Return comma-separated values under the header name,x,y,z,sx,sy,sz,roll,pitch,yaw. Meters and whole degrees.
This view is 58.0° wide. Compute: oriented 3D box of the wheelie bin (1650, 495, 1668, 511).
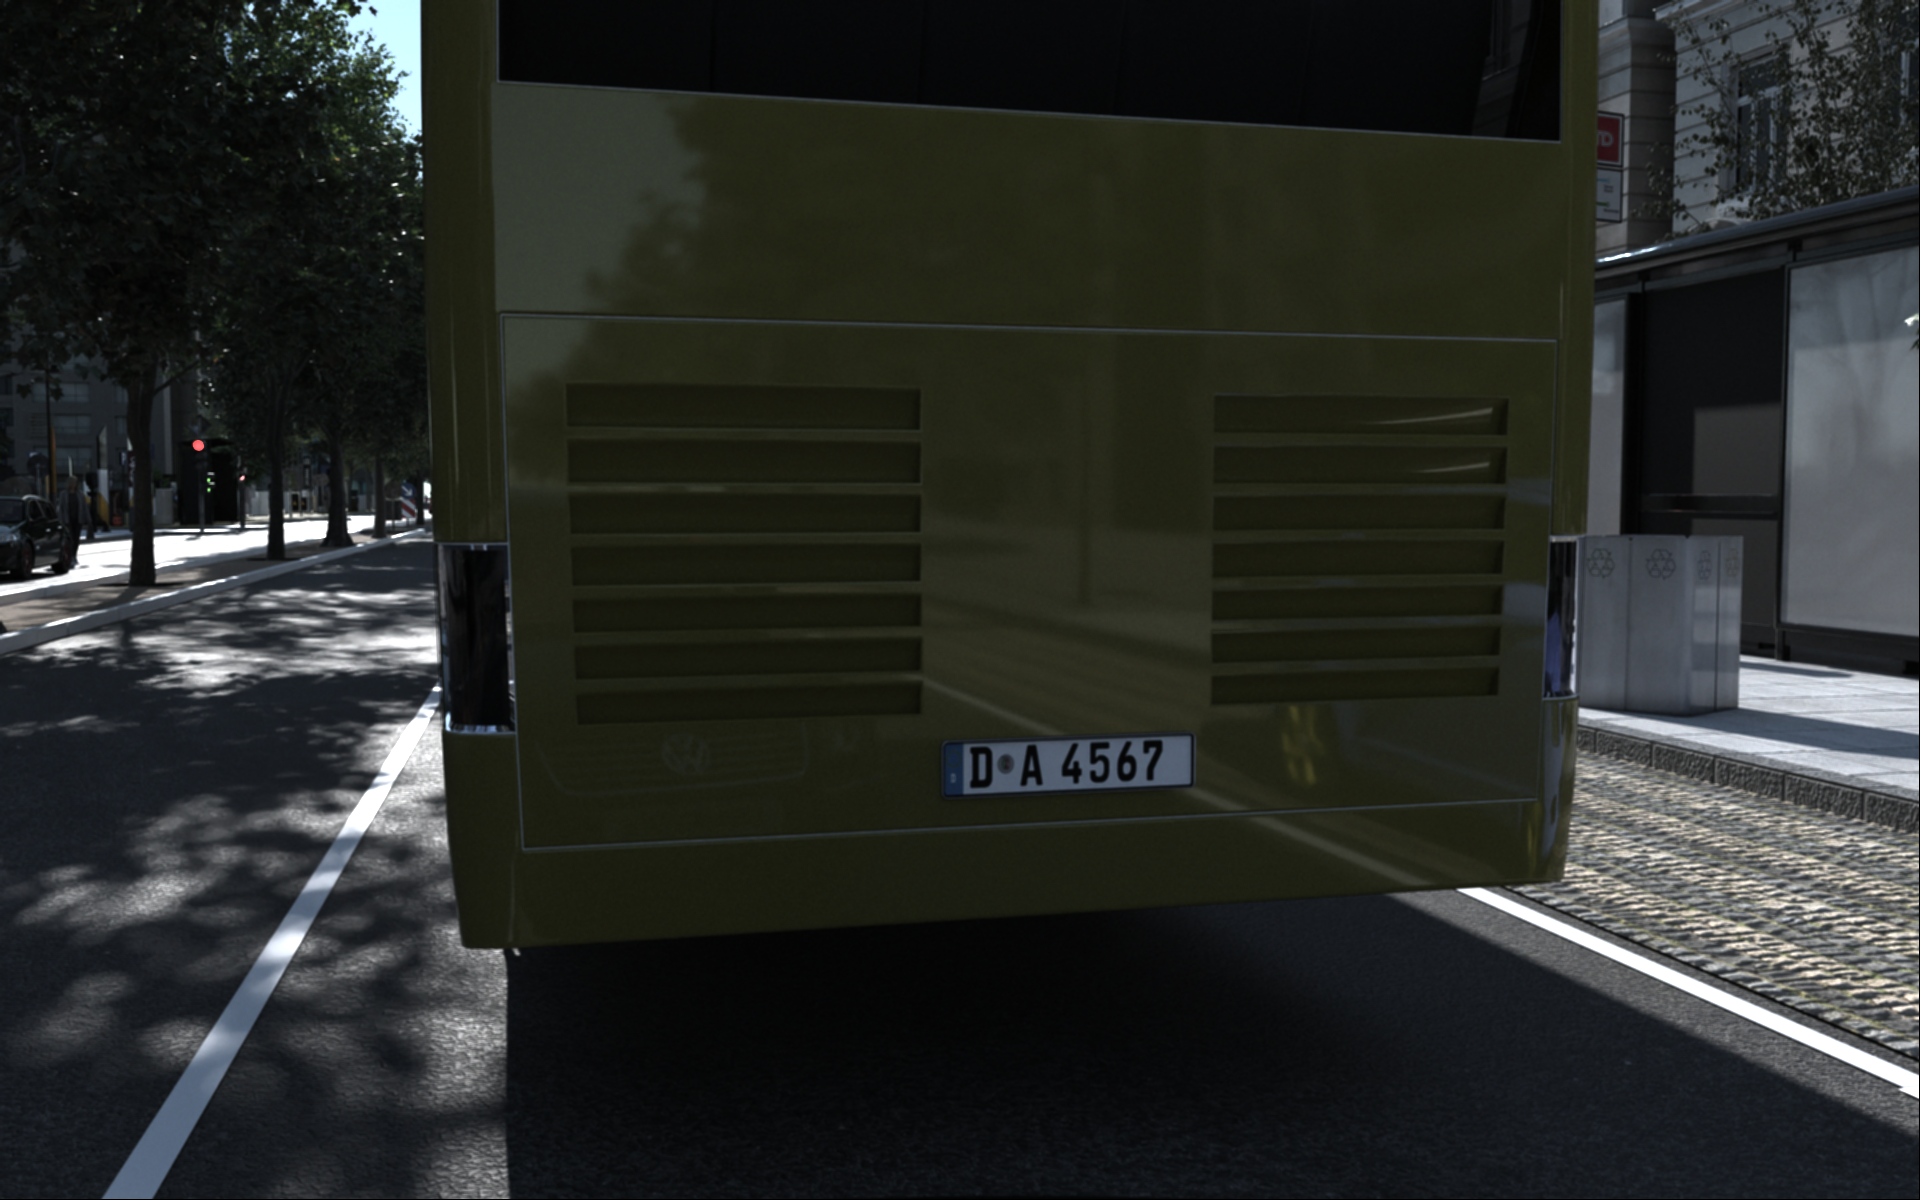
name,x,y,z,sx,sy,sz,roll,pitch,yaw
wheelie bin,12.645,-1.473,31.989,0.693,1.594,0.980,-2,4,-24

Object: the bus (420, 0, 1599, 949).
name,x,y,z,sx,sy,sz,roll,pitch,yaw
bus,-1.294,-1.093,9.423,2.896,3.916,12.252,-1,4,-14

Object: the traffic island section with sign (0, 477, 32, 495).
name,x,y,z,sx,sy,sz,roll,pitch,yaw
traffic island section with sign,-21.229,-1.843,38.762,1.989,1.847,2.006,-1,4,-13

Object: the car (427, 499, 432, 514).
name,x,y,z,sx,sy,sz,roll,pitch,yaw
car,-37.775,-7.182,126.468,2.155,1.783,4.494,-1,4,-13

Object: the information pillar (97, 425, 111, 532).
name,x,y,z,sx,sy,sz,roll,pitch,yaw
information pillar,-28.782,-4.086,58.164,0.183,3.616,0.504,0,4,2

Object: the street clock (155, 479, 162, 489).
name,x,y,z,sx,sy,sz,roll,pitch,yaw
street clock,-39.295,-4.918,84.987,0.358,2.002,0.471,-1,4,-15

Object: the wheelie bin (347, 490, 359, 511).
name,x,y,z,sx,sy,sz,roll,pitch,yaw
wheelie bin,-45.385,-7.443,129.597,0.980,1.594,0.693,0,4,-3

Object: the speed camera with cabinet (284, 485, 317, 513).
name,x,y,z,sx,sy,sz,roll,pitch,yaw
speed camera with cabinet,-45.417,-7.628,119.056,0.660,3.252,2.038,3,4,36

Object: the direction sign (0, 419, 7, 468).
name,x,y,z,sx,sy,sz,roll,pitch,yaw
direction sign,-28.772,-3.652,51.712,0.876,3.537,0.379,1,4,21

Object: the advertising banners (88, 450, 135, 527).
name,x,y,z,sx,sy,sz,roll,pitch,yaw
advertising banners,-33.557,-4.440,68.783,0.090,3.025,2.074,3,5,40

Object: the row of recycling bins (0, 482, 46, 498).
name,x,y,z,sx,sy,sz,roll,pitch,yaw
row of recycling bins,-32.278,-3.156,58.719,1.069,1.692,3.534,0,4,7

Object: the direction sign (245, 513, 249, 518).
name,x,y,z,sx,sy,sz,roll,pitch,yaw
direction sign,-38.286,-6.155,92.624,0.379,3.537,0.876,1,4,20

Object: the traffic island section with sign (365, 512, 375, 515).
name,x,y,z,sx,sy,sz,roll,pitch,yaw
traffic island section with sign,-39.758,-6.753,119.041,1.989,1.847,2.006,-1,4,-13

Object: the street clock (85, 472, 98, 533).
name,x,y,z,sx,sy,sz,roll,pitch,yaw
street clock,-28.834,-3.240,57.552,0.358,2.002,0.471,0,4,-5

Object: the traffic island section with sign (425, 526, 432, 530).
name,x,y,z,sx,sy,sz,roll,pitch,yaw
traffic island section with sign,-22.214,-3.772,69.814,2.006,1.907,1.989,-1,4,-13

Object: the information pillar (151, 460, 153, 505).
name,x,y,z,sx,sy,sz,roll,pitch,yaw
information pillar,-32.408,-4.756,69.121,0.183,3.616,0.504,0,4,6

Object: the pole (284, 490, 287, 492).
name,x,y,z,sx,sy,sz,roll,pitch,yaw
pole,-53.464,-8.771,137.244,0.158,3.312,0.155,0,3,0

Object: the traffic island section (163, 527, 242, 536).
name,x,y,z,sx,sy,sz,roll,pitch,yaw
traffic island section,-26.680,-2.365,60.944,2.009,0.180,2.903,-1,4,-13

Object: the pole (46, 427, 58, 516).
name,x,y,z,sx,sy,sz,roll,pitch,yaw
pole,-27.779,-3.620,53.037,0.158,3.312,0.155,0,3,0

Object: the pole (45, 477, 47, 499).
name,x,y,z,sx,sy,sz,roll,pitch,yaw
pole,-60.990,-7.457,115.767,0.158,3.312,0.155,0,3,0

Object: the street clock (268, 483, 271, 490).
name,x,y,z,sx,sy,sz,roll,pitch,yaw
street clock,-42.988,-6.343,108.284,0.358,2.002,0.471,3,5,42

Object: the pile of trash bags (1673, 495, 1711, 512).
name,x,y,z,sx,sy,sz,roll,pitch,yaw
pile of trash bags,10.479,-0.997,26.047,1.912,1.369,3.447,0,4,3

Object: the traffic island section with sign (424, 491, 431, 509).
name,x,y,z,sx,sy,sz,roll,pitch,yaw
traffic island section with sign,-51.211,-9.785,168.617,1.989,1.847,2.006,-1,4,-13

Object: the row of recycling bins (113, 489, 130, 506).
name,x,y,z,sx,sy,sz,roll,pitch,yaw
row of recycling bins,-63.875,-7.612,131.569,1.069,1.692,3.534,-3,5,-40

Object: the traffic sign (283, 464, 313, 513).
name,x,y,z,sx,sy,sz,roll,pitch,yaw
traffic sign,-44.636,-7.487,116.284,2.265,3.308,0.079,0,4,-8

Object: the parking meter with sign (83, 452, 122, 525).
name,x,y,z,sx,sy,sz,roll,pitch,yaw
parking meter with sign,-35.590,-4.626,71.904,1.738,3.016,0.543,0,4,-6

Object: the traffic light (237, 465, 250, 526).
name,x,y,z,sx,sy,sz,roll,pitch,yaw
traffic light,-26.416,-5.776,69.101,4.771,5.953,1.251,-1,4,-13

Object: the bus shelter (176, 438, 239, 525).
name,x,y,z,sx,sy,sz,roll,pitch,yaw
bus shelter,-32.308,-5.113,74.878,1.731,3.624,6.357,-1,4,-13

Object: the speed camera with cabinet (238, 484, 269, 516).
name,x,y,z,sx,sy,sz,roll,pitch,yaw
speed camera with cabinet,-41.073,-6.514,100.845,0.660,3.252,2.038,1,4,9

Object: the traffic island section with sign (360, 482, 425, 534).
name,x,y,z,sx,sy,sz,roll,pitch,yaw
traffic island section with sign,-20.557,-3.331,62.593,2.006,1.907,1.989,-1,4,-13

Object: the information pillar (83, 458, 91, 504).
name,x,y,z,sx,sy,sz,roll,pitch,yaw
information pillar,-56.145,-7.348,111.491,0.504,3.616,0.183,0,4,0

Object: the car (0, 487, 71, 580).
name,x,y,z,sx,sy,sz,roll,pitch,yaw
car,-16.738,-1.235,29.979,2.009,1.686,4.222,-1,4,-14

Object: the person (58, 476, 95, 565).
name,x,y,z,sx,sy,sz,roll,pitch,yaw
person,-17.886,-1.614,35.077,0.709,1.800,0.728,-3,4,-37

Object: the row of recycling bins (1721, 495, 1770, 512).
name,x,y,z,sx,sy,sz,roll,pitch,yaw
row of recycling bins,13.900,-1.307,28.483,1.069,1.692,3.534,-1,4,-15

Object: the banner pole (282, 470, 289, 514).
name,x,y,z,sx,sy,sz,roll,pitch,yaw
banner pole,-43.907,-7.483,112.356,0.863,3.779,0.401,2,4,28

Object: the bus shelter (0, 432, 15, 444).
name,x,y,z,sx,sy,sz,roll,pitch,yaw
bus shelter,-28.334,-3.334,48.427,2.014,3.302,5.546,-1,4,-13

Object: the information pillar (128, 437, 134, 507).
name,x,y,z,sx,sy,sz,roll,pitch,yaw
information pillar,-33.820,-4.855,70.729,0.183,3.616,0.504,-3,5,-44

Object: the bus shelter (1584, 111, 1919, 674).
name,x,y,z,sx,sy,sz,roll,pitch,yaw
bus shelter,6.543,-2.323,15.620,2.179,5.291,8.768,-1,4,-13

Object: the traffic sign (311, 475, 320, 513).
name,x,y,z,sx,sy,sz,roll,pitch,yaw
traffic sign,-42.509,-7.002,114.589,0.768,2.556,0.104,0,4,-3

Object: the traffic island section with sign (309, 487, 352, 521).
name,x,y,z,sx,sy,sz,roll,pitch,yaw
traffic island section with sign,-33.706,-5.146,92.772,1.989,1.847,2.006,-1,4,-13

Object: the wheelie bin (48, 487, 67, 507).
name,x,y,z,sx,sy,sz,roll,pitch,yaw
wheelie bin,-42.965,-4.571,82.647,0.980,1.594,0.693,-1,4,-23

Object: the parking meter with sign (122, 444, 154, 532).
name,x,y,z,sx,sy,sz,roll,pitch,yaw
parking meter with sign,-27.971,-3.844,59.117,0.543,3.016,1.738,-1,4,-13

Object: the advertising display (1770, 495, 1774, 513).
name,x,y,z,sx,sy,sz,roll,pitch,yaw
advertising display,8.283,-0.720,16.994,0.974,1.923,0.123,-2,4,-32

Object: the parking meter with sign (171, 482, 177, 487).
name,x,y,z,sx,sy,sz,roll,pitch,yaw
parking meter with sign,-50.623,-7.078,111.978,1.738,3.016,0.543,3,5,39

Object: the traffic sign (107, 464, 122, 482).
name,x,y,z,sx,sy,sz,roll,pitch,yaw
traffic sign,-35.535,-4.433,72.593,0.768,2.556,0.104,-1,4,-11

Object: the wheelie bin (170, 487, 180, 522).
name,x,y,z,sx,sy,sz,roll,pitch,yaw
wheelie bin,-36.139,-4.393,79.736,0.980,1.594,0.693,2,4,33

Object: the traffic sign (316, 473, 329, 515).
name,x,y,z,sx,sy,sz,roll,pitch,yaw
traffic sign,-39.426,-6.546,107.134,0.768,2.556,0.104,0,4,-8

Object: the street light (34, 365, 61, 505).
name,x,y,z,sx,sy,sz,roll,pitch,yaw
street light,-26.178,-4.709,49.773,0.468,5.910,1.993,-1,4,-13

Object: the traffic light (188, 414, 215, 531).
name,x,y,z,sx,sy,sz,roll,pitch,yaw
traffic light,-26.638,-4.397,60.819,0.839,4.253,0.868,-1,4,-13

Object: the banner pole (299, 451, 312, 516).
name,x,y,z,sx,sy,sz,roll,pitch,yaw
banner pole,-38.131,-6.774,100.767,0.863,3.779,0.401,-3,5,-42

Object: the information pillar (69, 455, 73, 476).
name,x,y,z,sx,sy,sz,roll,pitch,yaw
information pillar,-53.062,-6.857,103.469,0.183,3.616,0.504,-3,4,-37

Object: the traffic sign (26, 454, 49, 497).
name,x,y,z,sx,sy,sz,roll,pitch,yaw
traffic sign,-29.238,-3.358,55.002,0.768,2.556,0.104,0,4,-6

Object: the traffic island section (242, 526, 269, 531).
name,x,y,z,sx,sy,sz,roll,pitch,yaw
traffic island section,-28.476,-2.841,68.725,2.009,0.180,2.903,-1,4,-13

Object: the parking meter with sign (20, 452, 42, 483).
name,x,y,z,sx,sy,sz,roll,pitch,yaw
parking meter with sign,-38.297,-4.572,71.005,0.543,3.016,1.738,0,4,-2

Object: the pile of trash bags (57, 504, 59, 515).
name,x,y,z,sx,sy,sz,roll,pitch,yaw
pile of trash bags,-39.454,-3.930,74.006,3.447,1.369,1.912,-2,4,-25
